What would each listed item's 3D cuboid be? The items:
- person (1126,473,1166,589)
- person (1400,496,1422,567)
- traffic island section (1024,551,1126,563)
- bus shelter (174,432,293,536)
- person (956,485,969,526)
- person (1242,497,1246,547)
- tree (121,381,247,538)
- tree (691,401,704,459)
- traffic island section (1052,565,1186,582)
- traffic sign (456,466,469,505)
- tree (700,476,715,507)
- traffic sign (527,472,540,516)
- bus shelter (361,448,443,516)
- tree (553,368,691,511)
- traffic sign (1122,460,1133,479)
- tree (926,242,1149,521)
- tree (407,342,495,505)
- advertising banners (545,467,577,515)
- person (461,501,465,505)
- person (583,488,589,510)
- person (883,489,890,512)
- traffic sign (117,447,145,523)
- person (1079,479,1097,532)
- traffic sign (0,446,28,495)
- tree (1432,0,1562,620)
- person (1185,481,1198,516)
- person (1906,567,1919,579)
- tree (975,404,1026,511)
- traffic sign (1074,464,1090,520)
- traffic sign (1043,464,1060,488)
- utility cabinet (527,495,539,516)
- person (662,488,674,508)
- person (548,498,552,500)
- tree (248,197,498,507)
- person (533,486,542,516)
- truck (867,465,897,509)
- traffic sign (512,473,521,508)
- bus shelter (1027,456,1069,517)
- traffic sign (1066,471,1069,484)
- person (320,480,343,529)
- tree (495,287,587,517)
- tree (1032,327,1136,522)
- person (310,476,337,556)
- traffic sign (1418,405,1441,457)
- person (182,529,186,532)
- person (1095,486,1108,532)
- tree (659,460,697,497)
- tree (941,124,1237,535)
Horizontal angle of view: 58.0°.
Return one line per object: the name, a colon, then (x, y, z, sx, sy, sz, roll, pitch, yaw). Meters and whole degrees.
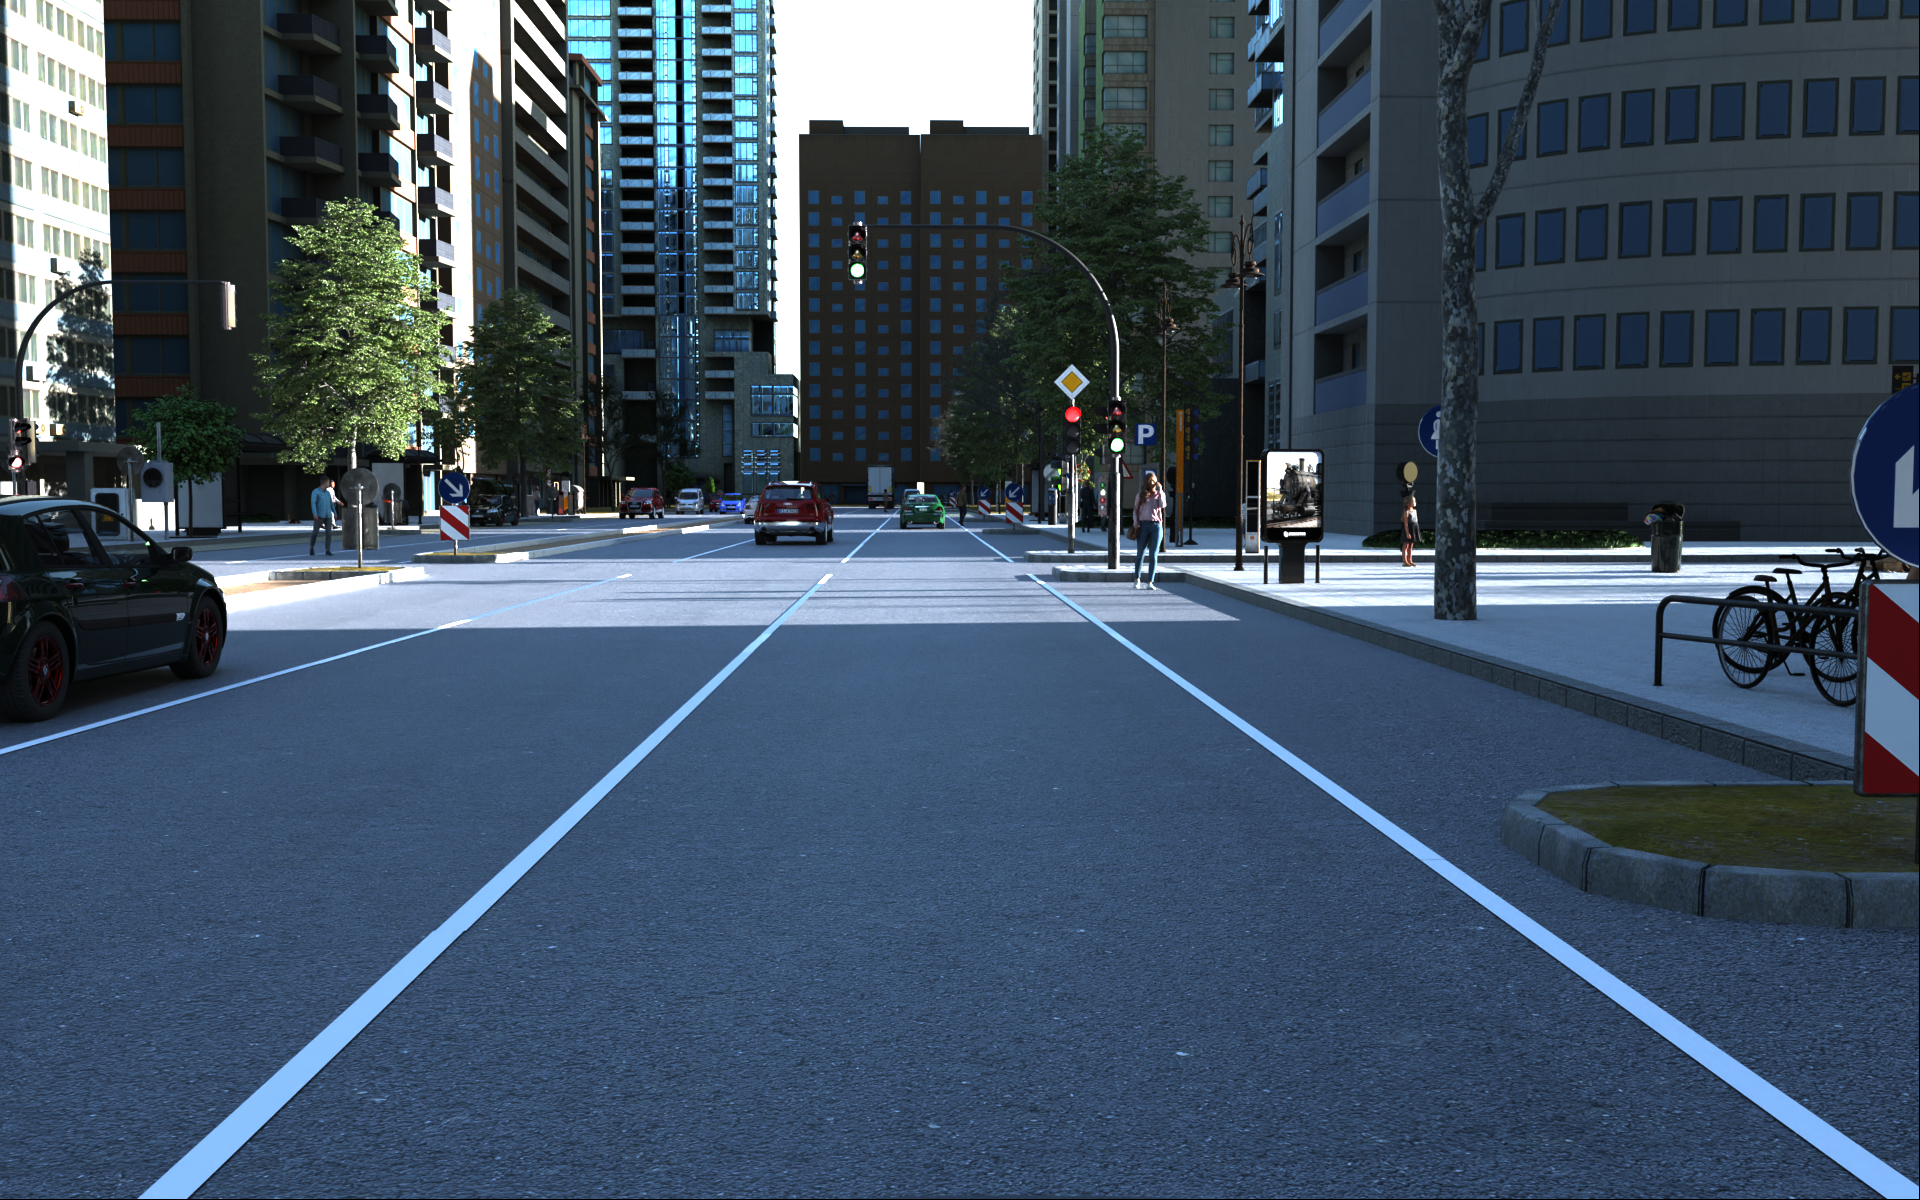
person: (2.818, -1.047, 26.212, 0.593, 1.750, 0.643, 0, 4, 7)
person: (7.977, -1.216, 30.590, 0.362, 1.253, 0.373, -3, 4, -37)
traffic island section: (2.431, -0.934, 37.552, 2.009, 0.180, 2.903, 0, 4, -1)
bus shelter: (-23.399, -3.773, 55.608, 2.014, 3.302, 5.546, 0, 4, -1)
person: (0.122, -4.237, 77.689, 0.656, 1.842, 0.836, 1, 4, 16)
person: (6.913, -1.908, 41.920, 0.352, 1.250, 0.332, -2, 4, -29)
tree: (-22.605, -4.089, 50.569, 4.285, 4.588, 4.351, 0, 3, 0)
tree: (-25.612, -13.071, 148.116, 8.767, 10.594, 7.601, 3, 4, 36)
traffic island section: (2.635, -0.446, 29.569, 2.009, 0.180, 2.903, 0, 4, -1)
traffic sign: (-22.909, -4.847, 79.257, 0.884, 2.594, 0.081, 0, 4, 6)
tree: (-25.559, -11.212, 177.920, 1.663, 3.219, 1.824, 0, 3, 0)
traffic sign: (-25.260, -6.257, 102.303, 0.884, 2.594, 0.081, 0, 4, 7)
bus shelter: (-24.711, -5.083, 77.029, 2.014, 3.302, 5.546, 0, 4, -1)
tree: (-25.775, -11.843, 128.039, 8.767, 10.594, 7.601, -2, 4, -33)
traffic sign: (5.582, -3.684, 60.239, 0.884, 2.594, 0.081, 0, 4, 2)
tree: (4.033, -10.530, 82.534, 12.009, 13.543, 11.850, 0, 3, 0)
tree: (-24.343, -8.125, 83.210, 4.737, 8.622, 4.395, 0, 3, 0)
advertising banners: (-24.351, -6.689, 105.552, 2.074, 3.025, 0.090, 1, 4, 15)
person: (-25.767, -4.859, 89.763, 0.640, 1.303, 0.475, -2, 4, -35)
person: (-30.167, -8.130, 139.066, 1.348, 1.812, 0.705, 3, 5, 43)
person: (-5.797, -7.780, 135.710, 0.705, 1.824, 1.348, -1, 4, -21)
traffic sign: (-22.310, -2.843, 46.597, 0.768, 2.556, 0.104, 0, 4, 3)
person: (4.290, -3.161, 58.143, 0.576, 1.772, 0.534, 0, 4, -1)
traffic sign: (-24.621, -2.752, 45.105, 0.768, 2.556, 0.104, 0, 3, 0)
tree: (4.537, -9.781, 15.812, 12.611, 20.169, 13.585, 0, 3, 0)
person: (10.646, -4.549, 79.773, 0.648, 1.900, 0.474, 1, 4, 11)
person: (10.029, -0.710, 17.895, 0.529, 1.795, 0.600, 2, 4, 24)
tree: (2.786, -10.900, 128.570, 4.360, 8.622, 3.978, 0, 3, 0)
traffic sign: (5.105, -4.468, 73.156, 0.768, 2.556, 0.104, 0, 4, 5)
traffic sign: (3.855, -4.427, 72.492, 0.768, 2.556, 0.104, 0, 4, 8)
utility cabinet: (-25.660, -5.655, 103.624, 1.020, 1.237, 0.306, 2, 4, 29)
person: (-26.202, -9.140, 155.490, 0.705, 1.822, 1.348, 3, 5, 42)
person: (-26.010, -6.353, 110.247, 0.599, 1.781, 0.374, -2, 4, -27)
tree: (-23.109, -9.093, 66.796, 7.486, 12.596, 7.792, 0, 3, 0)
person: (-24.456, -5.710, 100.079, 0.731, 1.740, 0.598, 2, 4, 26)
truck: (-7.741, -11.143, 171.102, 2.839, 4.237, 11.283, 0, 4, -1)
traffic sign: (-26.110, -6.248, 102.261, 0.768, 2.556, 0.104, 0, 4, 6)
bus shelter: (4.762, -6.109, 93.810, 2.014, 3.302, 5.546, 0, 4, -1)
traffic sign: (4.668, -4.554, 76.580, 0.606, 2.300, 0.079, 0, 4, 3)
person: (-22.869, -3.458, 62.850, 0.850, 1.792, 0.678, 0, 4, 6)
tree: (-24.622, -10.861, 95.706, 7.486, 12.596, 7.792, 0, 3, 0)
tree: (4.893, -7.286, 69.492, 4.737, 8.622, 4.395, 0, 3, 0)
person: (-14.833, -1.953, 40.301, 0.638, 1.841, 0.748, -3, 5, -44)
traffic sign: (6.889, -1.503, 24.674, 0.768, 2.556, 0.104, 0, 4, 2)
person: (-25.788, -3.199, 58.227, 0.818, 1.842, 0.514, -3, 5, -43)
person: (4.896, -3.271, 59.392, 0.638, 1.841, 0.748, 2, 4, 33)
tree: (-26.028, -10.764, 159.699, 4.285, 4.588, 4.351, 0, 3, 0)
tree: (4.567, -8.322, 54.198, 7.486, 12.596, 7.792, 0, 3, 0)
